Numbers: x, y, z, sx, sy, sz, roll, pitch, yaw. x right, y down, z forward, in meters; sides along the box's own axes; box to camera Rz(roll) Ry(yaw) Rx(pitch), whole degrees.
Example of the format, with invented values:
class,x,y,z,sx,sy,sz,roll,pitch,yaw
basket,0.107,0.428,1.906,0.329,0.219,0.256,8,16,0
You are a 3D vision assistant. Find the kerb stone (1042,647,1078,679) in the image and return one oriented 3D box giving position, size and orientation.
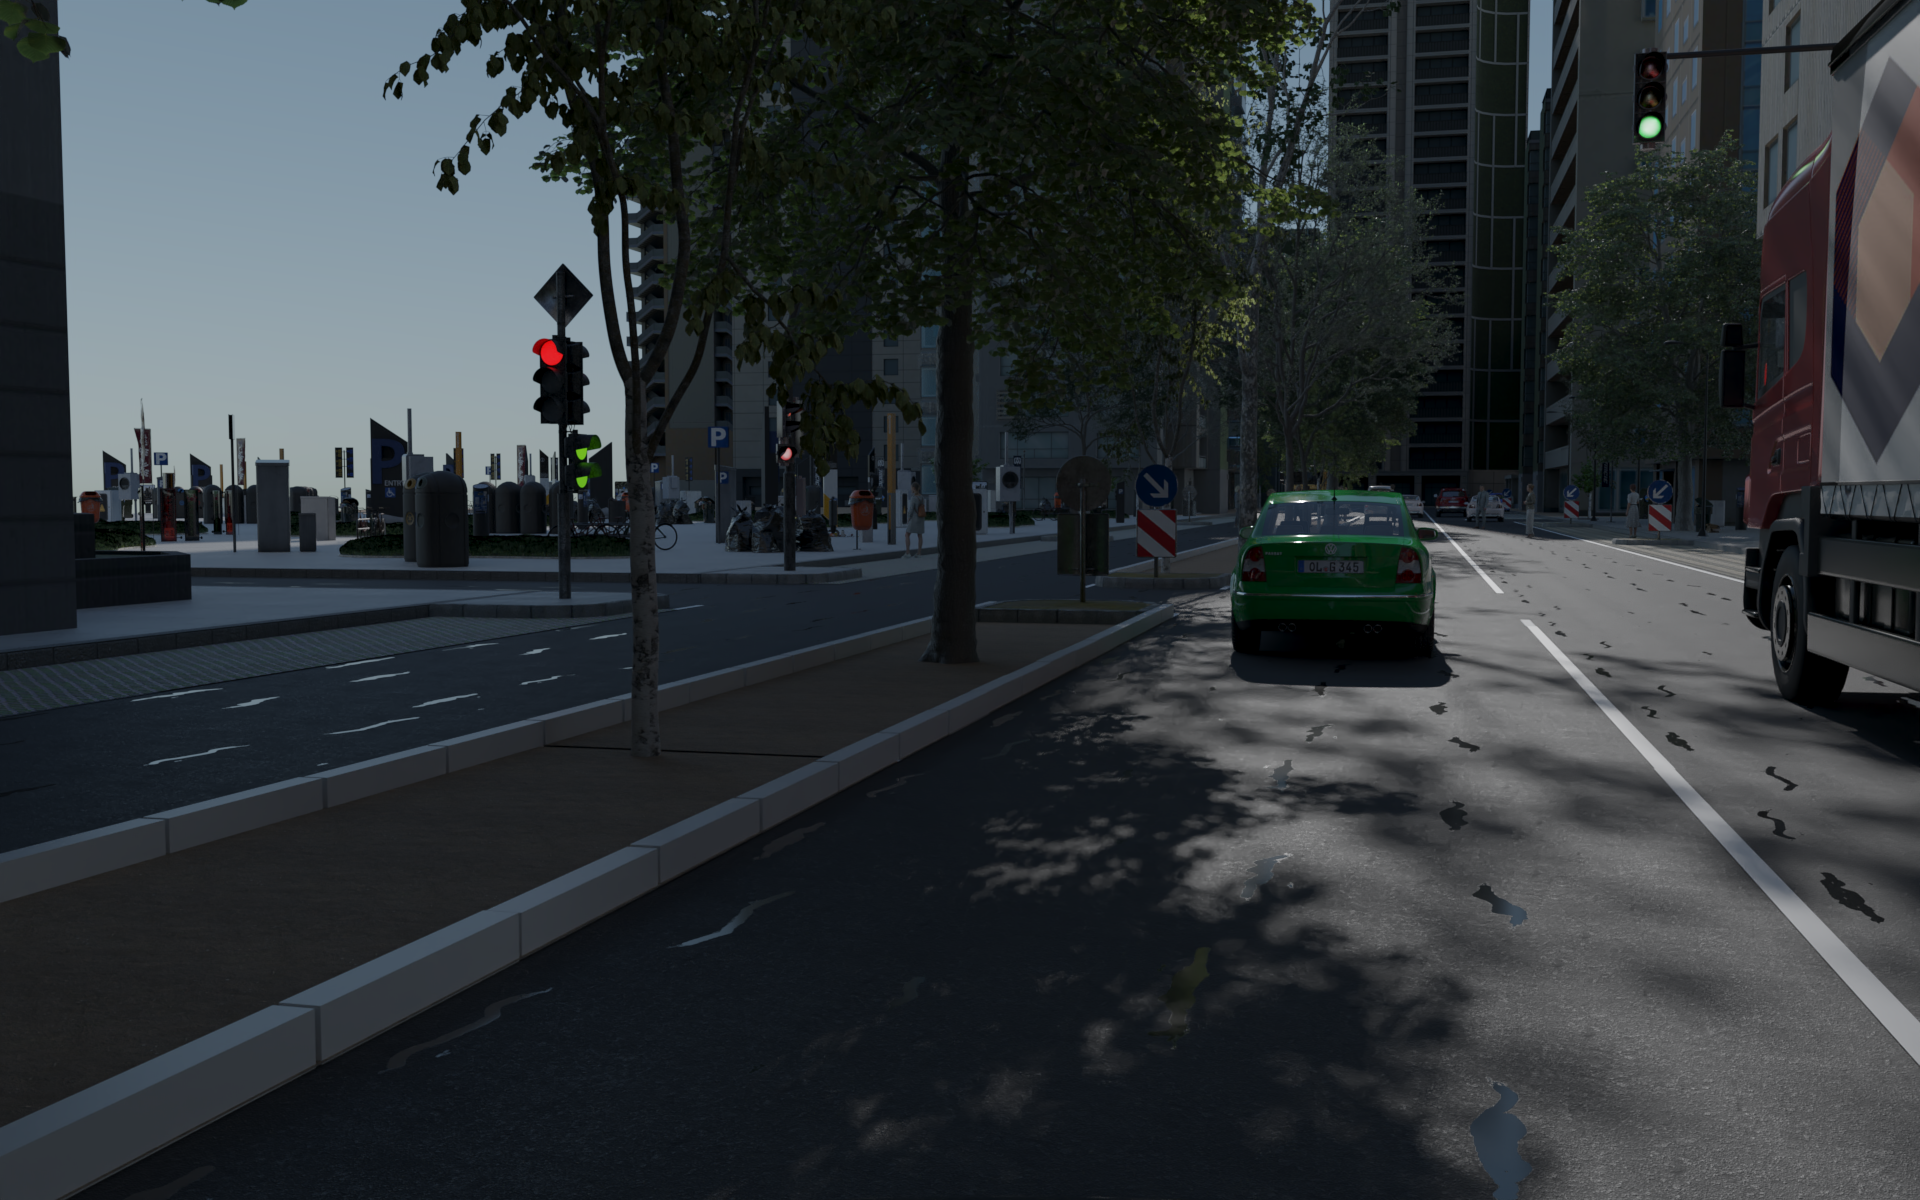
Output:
class,x,y,z,sx,sy,sz,roll,pitch,yaw
kerb stone,0.766,0.516,13.766,0.120,0.150,1.000,1,4,14

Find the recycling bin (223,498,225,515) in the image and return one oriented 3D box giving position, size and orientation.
class,x,y,z,sx,sy,sz,roll,pitch,yaw
recycling bin,-44.723,-5.705,105.827,0.722,1.027,0.722,3,5,42

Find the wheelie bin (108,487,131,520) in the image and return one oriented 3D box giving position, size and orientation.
class,x,y,z,sx,sy,sz,roll,pitch,yaw
wheelie bin,-39.355,-4.444,80.570,0.693,1.594,0.980,2,4,28

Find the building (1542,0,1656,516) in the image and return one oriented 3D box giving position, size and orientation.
class,x,y,z,sx,sy,sz,roll,pitch,yaw
building,48.112,-29.493,105.919,21.300,48.544,21.600,1,4,14

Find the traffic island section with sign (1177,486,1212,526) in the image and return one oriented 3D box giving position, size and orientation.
class,x,y,z,sx,sy,sz,roll,pitch,yaw
traffic island section with sign,10.555,-4.337,79.540,1.989,1.847,2.006,1,4,14

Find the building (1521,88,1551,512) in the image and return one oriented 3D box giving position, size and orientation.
class,x,y,z,sx,sy,sz,roll,pitch,yaw
building,48.807,-21.603,124.904,14.160,30.474,14.107,1,4,14

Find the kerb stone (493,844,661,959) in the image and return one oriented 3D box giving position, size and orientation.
class,x,y,z,sx,sy,sz,roll,pitch,yaw
kerb stone,-1.282,1.006,5.832,0.120,0.150,1.000,1,4,14

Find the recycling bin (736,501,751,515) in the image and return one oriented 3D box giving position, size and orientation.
class,x,y,z,sx,sy,sz,roll,pitch,yaw
recycling bin,-8.489,-3.306,66.604,0.722,1.027,0.722,-2,4,-30

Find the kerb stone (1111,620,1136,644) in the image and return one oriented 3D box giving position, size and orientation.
class,x,y,z,sx,sy,sz,roll,pitch,yaw
kerb stone,1.536,0.334,16.739,0.120,0.150,1.000,1,4,14

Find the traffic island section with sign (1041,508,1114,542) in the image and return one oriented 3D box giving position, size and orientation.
class,x,y,z,sx,sy,sz,roll,pitch,yaw
traffic island section with sign,3.625,-2.699,52.763,1.989,1.847,2.006,1,4,14

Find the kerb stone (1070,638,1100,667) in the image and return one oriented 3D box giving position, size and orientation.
class,x,y,z,sx,sy,sz,roll,pitch,yaw
kerb stone,1.026,0.459,14.755,0.120,0.150,1.000,1,4,14

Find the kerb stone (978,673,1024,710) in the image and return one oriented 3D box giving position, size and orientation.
class,x,y,z,sx,sy,sz,roll,pitch,yaw
kerb stone,0.254,0.638,11.784,0.120,0.150,1.000,1,4,14

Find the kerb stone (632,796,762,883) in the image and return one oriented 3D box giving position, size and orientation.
class,x,y,z,sx,sy,sz,roll,pitch,yaw
kerb stone,-1.028,0.943,6.828,0.120,0.150,1.000,1,4,14

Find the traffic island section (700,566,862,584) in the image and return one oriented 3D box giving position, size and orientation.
class,x,y,z,sx,sy,sz,roll,pitch,yaw
traffic island section,-2.869,-0.412,29.016,2.009,0.180,2.903,1,4,14

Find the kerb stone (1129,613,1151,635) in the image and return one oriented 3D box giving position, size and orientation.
class,x,y,z,sx,sy,sz,roll,pitch,yaw
kerb stone,1.794,0.273,17.731,0.120,0.150,1.000,1,4,14

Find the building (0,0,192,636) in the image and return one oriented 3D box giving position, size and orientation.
class,x,y,z,sx,sy,sz,roll,pitch,yaw
building,-23.126,-28.865,13.942,28.212,58.520,21.231,1,4,14

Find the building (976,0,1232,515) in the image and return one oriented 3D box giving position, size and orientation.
class,x,y,z,sx,sy,sz,roll,pitch,yaw
building,9.471,-26.091,110.178,14.154,41.232,14.086,1,4,14

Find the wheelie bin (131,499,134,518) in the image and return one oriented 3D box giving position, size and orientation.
class,x,y,z,sx,sy,sz,roll,pitch,yaw
wheelie bin,-44.451,-5.147,92.063,0.693,1.594,0.980,2,4,24

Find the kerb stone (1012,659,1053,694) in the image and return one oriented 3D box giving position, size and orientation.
class,x,y,z,sx,sy,sz,roll,pitch,yaw
kerb stone,0.511,0.580,12.776,0.120,0.150,1.000,1,4,14

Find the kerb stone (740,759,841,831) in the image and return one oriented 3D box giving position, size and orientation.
class,x,y,z,sx,sy,sz,roll,pitch,yaw
kerb stone,-0.767,0.882,7.819,0.120,0.150,1.000,1,4,14

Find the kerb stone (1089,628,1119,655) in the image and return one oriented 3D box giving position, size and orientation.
class,x,y,z,sx,sy,sz,roll,pitch,yaw
kerb stone,1.283,0.395,15.744,0.120,0.150,1.000,1,4,14

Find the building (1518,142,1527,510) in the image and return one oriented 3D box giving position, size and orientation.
class,x,y,z,sx,sy,sz,roll,pitch,yaw
building,52.258,-22.453,138.803,14.160,30.474,14.107,1,4,14

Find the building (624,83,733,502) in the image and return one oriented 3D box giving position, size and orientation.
class,x,y,z,sx,sy,sz,roll,pitch,yaw
building,-25.703,-32.574,182.689,14.200,45.320,14.600,1,4,14

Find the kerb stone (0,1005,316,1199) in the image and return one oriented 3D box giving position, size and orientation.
class,x,y,z,sx,sy,sz,roll,pitch,yaw
kerb stone,-1.791,1.122,3.852,0.120,0.150,1.000,1,4,14

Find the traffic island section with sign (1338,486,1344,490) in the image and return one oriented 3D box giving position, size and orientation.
class,x,y,z,sx,sy,sz,roll,pitch,yaw
traffic island section with sign,21.979,-5.610,99.862,2.006,1.907,1.989,1,4,14

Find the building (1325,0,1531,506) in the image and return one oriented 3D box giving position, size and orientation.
class,x,y,z,sx,sy,sz,roll,pitch,yaw
building,50.943,-45.900,188.720,20.611,71.187,20.563,1,4,14

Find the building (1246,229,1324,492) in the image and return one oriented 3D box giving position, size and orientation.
class,x,y,z,sx,sy,sz,roll,pitch,yaw
building,32.907,-25.652,191.106,14.107,30.474,14.160,1,4,14

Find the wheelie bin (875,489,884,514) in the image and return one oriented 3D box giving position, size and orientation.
class,x,y,z,sx,sy,sz,roll,pitch,yaw
wheelie bin,-4.809,-5.563,98.865,0.980,1.594,0.693,0,4,-5

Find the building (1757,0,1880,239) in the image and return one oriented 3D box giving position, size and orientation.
class,x,y,z,sx,sy,sz,roll,pitch,yaw
building,32.235,-27.134,32.878,27.495,52.752,28.713,1,4,14

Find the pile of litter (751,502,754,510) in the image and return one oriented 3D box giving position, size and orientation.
class,x,y,z,sx,sy,sz,roll,pitch,yaw
pile of litter,-12.637,-5.469,103.385,1.719,0.858,1.176,2,4,34

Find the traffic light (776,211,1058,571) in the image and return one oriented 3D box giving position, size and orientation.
class,x,y,z,sx,sy,sz,roll,pitch,yaw
traffic light,-0.785,-3.285,28.382,4.771,5.953,1.251,1,4,14

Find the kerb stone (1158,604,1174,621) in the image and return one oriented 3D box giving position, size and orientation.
class,x,y,z,sx,sy,sz,roll,pitch,yaw
kerb stone,2.308,0.153,19.715,0.120,0.150,1.000,1,4,14

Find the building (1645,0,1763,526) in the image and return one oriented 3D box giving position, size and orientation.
class,x,y,z,sx,sy,sz,roll,pitch,yaw
building,37.763,-25.884,73.315,14.600,45.320,14.200,1,4,14

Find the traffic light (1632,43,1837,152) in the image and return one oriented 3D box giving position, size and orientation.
class,x,y,z,sx,sy,sz,roll,pitch,yaw
traffic light,9.207,-2.613,17.394,4.771,5.953,1.251,1,4,14

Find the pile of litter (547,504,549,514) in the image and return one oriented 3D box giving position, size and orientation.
class,x,y,z,sx,sy,sz,roll,pitch,yaw
pile of litter,-20.813,-4.505,87.620,1.719,0.858,1.176,2,4,30

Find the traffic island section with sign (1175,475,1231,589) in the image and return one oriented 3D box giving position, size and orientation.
class,x,y,z,sx,sy,sz,roll,pitch,yaw
traffic island section with sign,3.166,-1.160,27.107,2.006,1.907,1.989,1,4,14

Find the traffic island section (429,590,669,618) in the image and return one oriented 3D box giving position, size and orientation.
class,x,y,z,sx,sy,sz,roll,pitch,yaw
traffic island section,-4.869,0.061,21.285,2.009,0.180,2.903,1,4,14

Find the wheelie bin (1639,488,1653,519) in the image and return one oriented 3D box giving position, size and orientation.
class,x,y,z,sx,sy,sz,roll,pitch,yaw
wheelie bin,35.145,-4.953,88.887,0.693,1.594,0.980,-1,4,-11

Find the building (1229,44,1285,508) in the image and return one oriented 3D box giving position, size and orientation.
class,x,y,z,sx,sy,sz,roll,pitch,yaw
building,15.494,-52.309,167.929,31.000,86.520,22.319,1,4,14

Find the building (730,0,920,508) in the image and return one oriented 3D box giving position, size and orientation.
class,x,y,z,sx,sy,sz,roll,pitch,yaw
building,-9.665,-45.025,174.410,20.611,71.187,20.563,1,4,14

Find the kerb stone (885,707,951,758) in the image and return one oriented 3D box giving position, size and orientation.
class,x,y,z,sx,sy,sz,roll,pitch,yaw
kerb stone,-0.254,0.758,9.803,0.120,0.150,1.000,1,4,14

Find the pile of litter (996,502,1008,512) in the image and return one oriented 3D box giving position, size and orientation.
class,x,y,z,sx,sy,sz,roll,pitch,yaw
pile of litter,2.626,-5.152,98.200,1.719,0.858,1.176,0,4,4

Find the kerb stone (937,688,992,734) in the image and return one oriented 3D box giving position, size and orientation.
class,x,y,z,sx,sy,sz,roll,pitch,yaw
kerb stone,0.006,0.697,10.792,0.120,0.150,1.000,1,4,14

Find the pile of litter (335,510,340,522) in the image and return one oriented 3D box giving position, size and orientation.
class,x,y,z,sx,sy,sz,roll,pitch,yaw
pile of litter,-23.050,-3.068,64.132,1.176,0.858,1.719,0,4,6

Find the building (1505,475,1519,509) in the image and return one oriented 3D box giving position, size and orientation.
class,x,y,z,sx,sy,sz,roll,pitch,yaw
building,66.089,-28.300,154.579,32.217,40.220,23.993,1,4,14

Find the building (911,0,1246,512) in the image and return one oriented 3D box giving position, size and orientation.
class,x,y,z,sx,sy,sz,roll,pitch,yaw
building,9.924,-31.397,132.957,23.786,49.044,30.456,1,4,14

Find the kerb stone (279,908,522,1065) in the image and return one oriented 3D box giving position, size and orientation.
class,x,y,z,sx,sy,sz,roll,pitch,yaw
kerb stone,-1.535,1.061,4.841,0.120,0.150,1.000,1,4,14

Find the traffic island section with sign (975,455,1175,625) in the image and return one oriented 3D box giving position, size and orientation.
class,x,y,z,sx,sy,sz,roll,pitch,yaw
traffic island section with sign,1.302,-0.722,19.938,2.006,1.907,1.989,1,4,14

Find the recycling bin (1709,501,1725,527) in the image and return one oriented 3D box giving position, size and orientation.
class,x,y,z,sx,sy,sz,roll,pitch,yaw
recycling bin,29.247,-3.349,67.307,0.722,1.027,0.722,1,4,8

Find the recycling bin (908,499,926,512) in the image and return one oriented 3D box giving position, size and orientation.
class,x,y,z,sx,sy,sz,roll,pitch,yaw
recycling bin,-2.246,-4.802,91.068,0.722,1.027,0.722,2,4,27

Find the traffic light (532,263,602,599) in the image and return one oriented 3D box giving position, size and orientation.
class,x,y,z,sx,sy,sz,roll,pitch,yaw
traffic light,-4.833,-1.971,21.141,0.839,4.253,0.868,1,4,14

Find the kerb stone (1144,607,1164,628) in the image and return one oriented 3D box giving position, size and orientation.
class,x,y,z,sx,sy,sz,roll,pitch,yaw
kerb stone,2.047,0.212,18.721,0.120,0.150,1.000,1,4,14

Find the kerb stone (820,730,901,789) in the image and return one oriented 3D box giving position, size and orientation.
class,x,y,z,sx,sy,sz,roll,pitch,yaw
kerb stone,-0.511,0.819,8.814,0.120,0.150,1.000,1,4,14

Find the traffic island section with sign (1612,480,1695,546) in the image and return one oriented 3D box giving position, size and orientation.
class,x,y,z,sx,sy,sz,roll,pitch,yaw
traffic island section with sign,19.538,-2.463,48.900,1.989,1.847,2.006,1,4,14
